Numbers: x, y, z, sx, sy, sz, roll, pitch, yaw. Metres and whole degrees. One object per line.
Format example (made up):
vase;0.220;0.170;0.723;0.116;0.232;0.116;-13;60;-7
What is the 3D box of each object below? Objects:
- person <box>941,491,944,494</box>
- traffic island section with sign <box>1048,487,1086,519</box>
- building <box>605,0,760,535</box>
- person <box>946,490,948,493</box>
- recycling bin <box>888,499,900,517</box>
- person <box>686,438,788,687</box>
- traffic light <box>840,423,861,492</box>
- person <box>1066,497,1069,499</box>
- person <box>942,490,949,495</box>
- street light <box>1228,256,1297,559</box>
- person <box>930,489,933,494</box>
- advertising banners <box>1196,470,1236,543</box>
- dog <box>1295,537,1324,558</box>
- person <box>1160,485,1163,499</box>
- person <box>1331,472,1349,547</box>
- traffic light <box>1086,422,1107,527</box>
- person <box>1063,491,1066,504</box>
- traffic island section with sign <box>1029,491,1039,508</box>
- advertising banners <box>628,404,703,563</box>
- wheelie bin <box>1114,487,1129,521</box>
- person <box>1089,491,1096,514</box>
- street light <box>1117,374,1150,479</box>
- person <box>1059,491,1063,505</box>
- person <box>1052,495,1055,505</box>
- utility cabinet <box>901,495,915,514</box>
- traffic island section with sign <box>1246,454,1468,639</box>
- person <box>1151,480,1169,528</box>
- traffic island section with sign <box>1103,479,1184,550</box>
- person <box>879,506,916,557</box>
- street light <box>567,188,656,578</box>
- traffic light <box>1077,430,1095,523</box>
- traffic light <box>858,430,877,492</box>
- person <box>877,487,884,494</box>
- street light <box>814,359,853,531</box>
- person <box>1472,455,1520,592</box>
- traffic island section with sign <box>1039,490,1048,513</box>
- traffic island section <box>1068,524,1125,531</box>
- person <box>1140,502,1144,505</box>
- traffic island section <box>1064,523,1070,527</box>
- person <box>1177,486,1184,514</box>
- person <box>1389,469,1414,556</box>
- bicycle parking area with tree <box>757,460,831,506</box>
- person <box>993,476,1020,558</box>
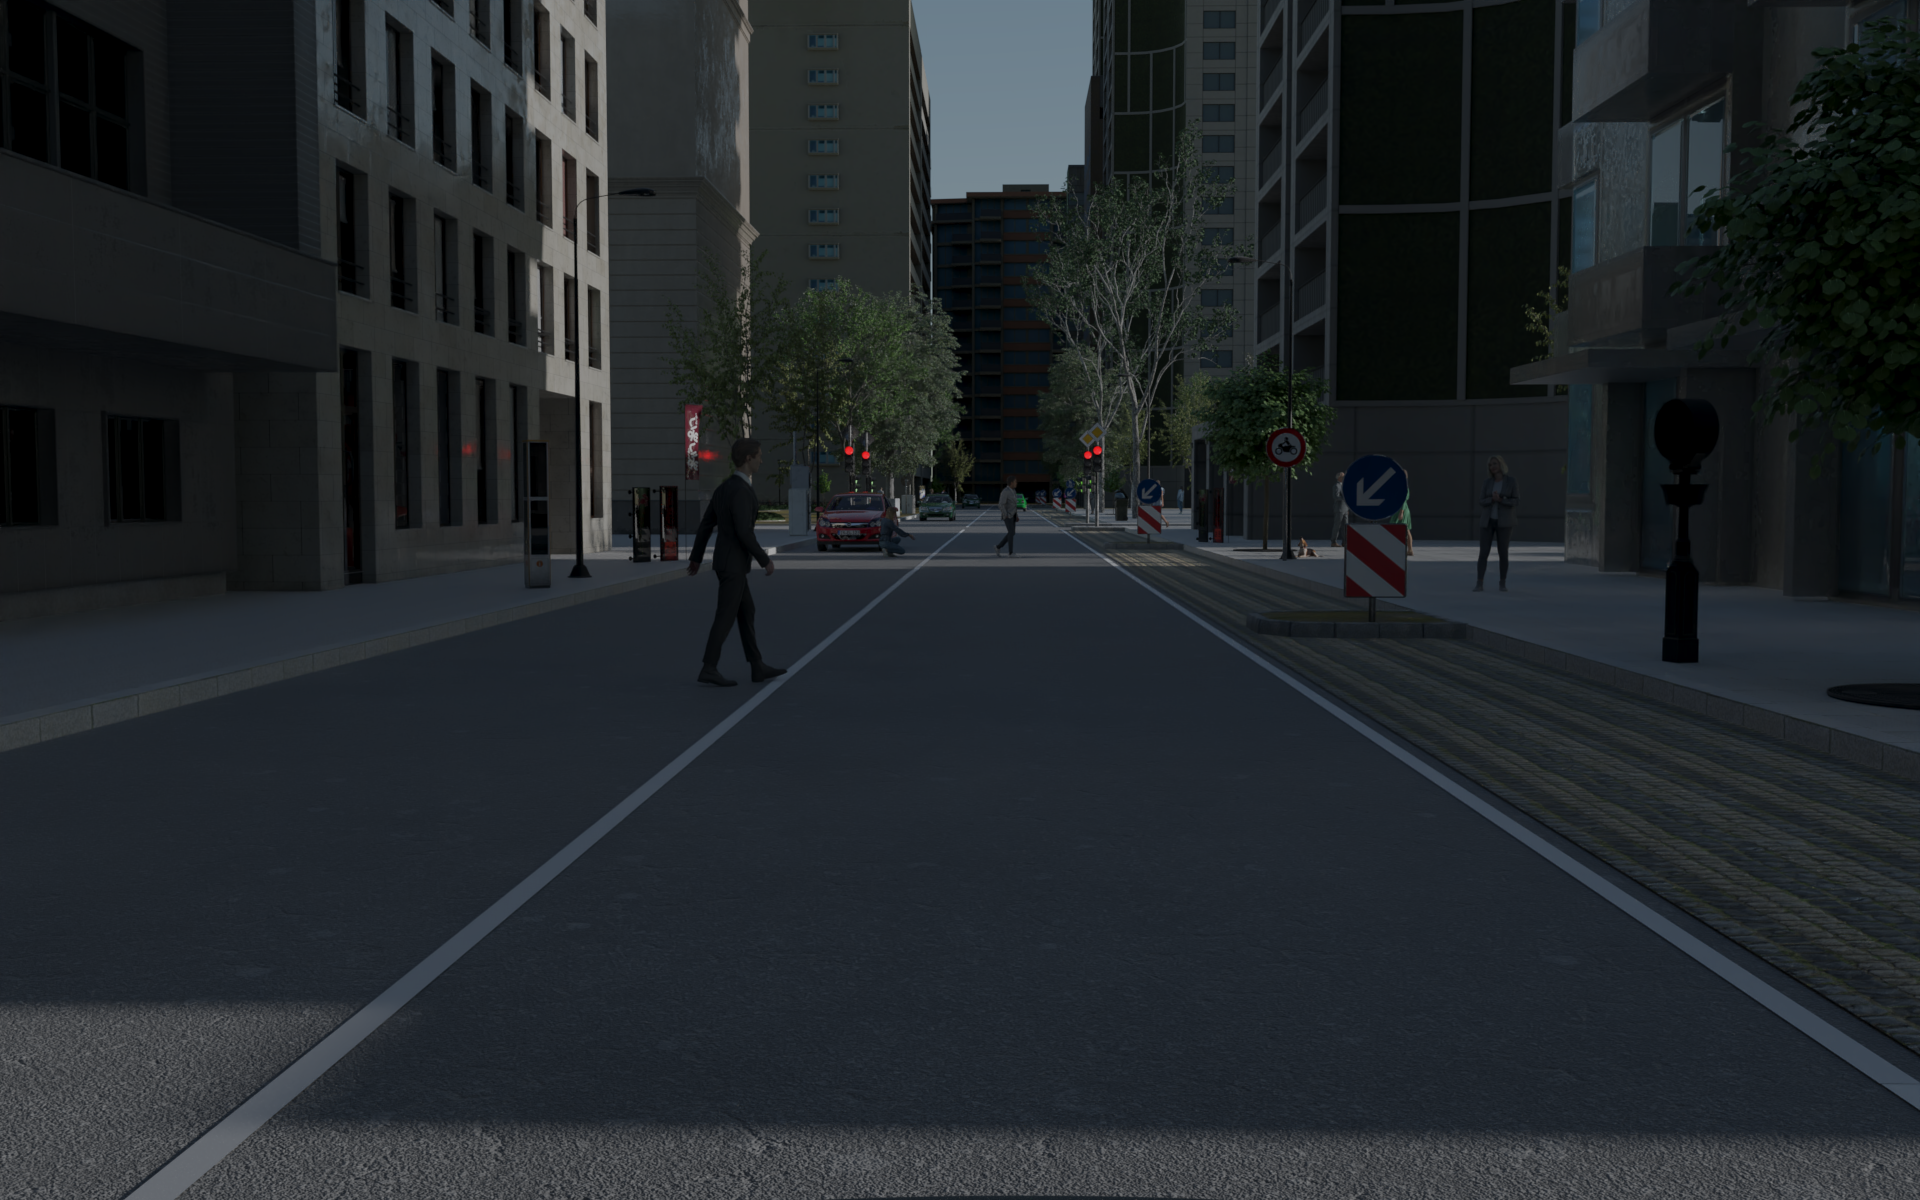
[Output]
person;-2.121;-13.437;225.607;0.709;1.838;0.599;-3;4;-37
traffic island section with sign;6.284;-5.626;100.617;1.989;1.847;2.006;0;4;2
building;-20.166;-16.075;60.084;25.104;27.353;12.463;0;4;2
person;-1.691;-12.638;213.388;0.721;1.735;1.217;3;4;36
recycling bin;-3.874;-5.253;98.434;0.722;1.027;0.722;1;4;18
person;-1.627;-0.289;13.009;0.755;1.850;0.659;-2;4;-24
traffic light;-4.310;-4.842;68.089;0.839;4.253;0.868;0;4;2
person;9.853;-9.314;158.339;0.705;1.822;1.348;1;4;10
person;-1.715;-11.499;194.132;1.350;1.814;0.705;-1;4;-19
street light;5.929;-3.759;33.998;1.470;5.913;1.316;0;4;2
person;-1.936;-6.421;113.908;0.534;1.772;0.576;1;4;9
advertising banners;6.781;-3.015;45.475;0.090;3.025;2.074;-1;4;-23
dog;7.119;-1.070;35.225;0.748;0.427;0.550;0;4;-5
person;9.957;-4.954;87.385;0.599;1.781;0.374;0;4;0
person;9.252;-2.173;41.749;0.590;1.801;0.661;2;4;30
traffic light;5.348;-4.827;67.843;0.839;4.253;0.868;0;4;2
person;13.692;-13.462;226.837;1.217;1.739;0.721;-1;4;-11
traffic island section with sign;8.382;-10.338;177.655;1.989;1.847;2.006;0;4;2
advertising banners;-5.590;-2.257;33.094;0.090;3.025;2.074;2;4;33
wheelie bin;7.699;-4.577;82.735;0.693;1.594;0.980;0;4;-3
person;8.322;-6.331;109.836;0.520;1.790;0.573;3;4;36
street light;6.755;-5.781;67.062;1.470;5.913;1.316;0;4;2
person;11.467;-11.593;196.499;0.541;1.710;0.530;-1;4;-22
person;11.201;-12.256;206.389;0.705;1.831;1.348;-1;4;-11
utility cabinet;-3.425;-6.331;114.672;1.020;1.237;0.306;3;5;43
traffic island section with sign;4.042;-0.574;18.012;1.989;1.847;2.006;0;4;2
person;7.523;-3.646;65.745;0.778;1.811;0.616;-1;4;-15
traffic island section with sign;4.775;-2.242;45.288;1.989;1.847;2.006;0;4;2
person;-1.519;-1.555;39.428;0.738;1.151;1.012;-1;4;-20
street light;-5.306;-3.297;26.446;1.470;5.913;1.316;0;4;2
traffic light;5.566;-5.315;75.825;0.839;4.253;0.868;0;4;2
traffic light;-4.092;-5.330;76.071;0.839;4.253;0.868;0;4;2
person;-6.281;-7.983;136.681;0.709;1.813;0.853;1;4;18
street light;-4.348;-5.319;59.507;1.470;5.913;1.316;0;4;2
person;7.071;-1.012;22.769;0.537;1.800;0.526;3;4;38
traffic island section with sign;7.026;-7.283;127.711;1.989;1.847;2.006;0;4;2
traffic island section;5.388;-2.794;67.956;2.009;0.180;2.903;0;4;2
person;14.128;-7.714;137.670;1.012;1.151;0.738;-1;4;-10
traffic island section;5.606;-3.282;75.938;2.009;0.180;2.903;0;4;2
person;14.061;-6.362;110.328;0.793;1.790;0.793;0;4;5
person;9.177;-1.813;35.930;0.529;1.795;0.600;0;4;-2
bicycle parking area with tree;-14.503;-9.791;147.079;9.016;4.147;8.231;1;4;23
person;1.045;-1.876;39.014;0.795;1.843;0.661;2;4;31
